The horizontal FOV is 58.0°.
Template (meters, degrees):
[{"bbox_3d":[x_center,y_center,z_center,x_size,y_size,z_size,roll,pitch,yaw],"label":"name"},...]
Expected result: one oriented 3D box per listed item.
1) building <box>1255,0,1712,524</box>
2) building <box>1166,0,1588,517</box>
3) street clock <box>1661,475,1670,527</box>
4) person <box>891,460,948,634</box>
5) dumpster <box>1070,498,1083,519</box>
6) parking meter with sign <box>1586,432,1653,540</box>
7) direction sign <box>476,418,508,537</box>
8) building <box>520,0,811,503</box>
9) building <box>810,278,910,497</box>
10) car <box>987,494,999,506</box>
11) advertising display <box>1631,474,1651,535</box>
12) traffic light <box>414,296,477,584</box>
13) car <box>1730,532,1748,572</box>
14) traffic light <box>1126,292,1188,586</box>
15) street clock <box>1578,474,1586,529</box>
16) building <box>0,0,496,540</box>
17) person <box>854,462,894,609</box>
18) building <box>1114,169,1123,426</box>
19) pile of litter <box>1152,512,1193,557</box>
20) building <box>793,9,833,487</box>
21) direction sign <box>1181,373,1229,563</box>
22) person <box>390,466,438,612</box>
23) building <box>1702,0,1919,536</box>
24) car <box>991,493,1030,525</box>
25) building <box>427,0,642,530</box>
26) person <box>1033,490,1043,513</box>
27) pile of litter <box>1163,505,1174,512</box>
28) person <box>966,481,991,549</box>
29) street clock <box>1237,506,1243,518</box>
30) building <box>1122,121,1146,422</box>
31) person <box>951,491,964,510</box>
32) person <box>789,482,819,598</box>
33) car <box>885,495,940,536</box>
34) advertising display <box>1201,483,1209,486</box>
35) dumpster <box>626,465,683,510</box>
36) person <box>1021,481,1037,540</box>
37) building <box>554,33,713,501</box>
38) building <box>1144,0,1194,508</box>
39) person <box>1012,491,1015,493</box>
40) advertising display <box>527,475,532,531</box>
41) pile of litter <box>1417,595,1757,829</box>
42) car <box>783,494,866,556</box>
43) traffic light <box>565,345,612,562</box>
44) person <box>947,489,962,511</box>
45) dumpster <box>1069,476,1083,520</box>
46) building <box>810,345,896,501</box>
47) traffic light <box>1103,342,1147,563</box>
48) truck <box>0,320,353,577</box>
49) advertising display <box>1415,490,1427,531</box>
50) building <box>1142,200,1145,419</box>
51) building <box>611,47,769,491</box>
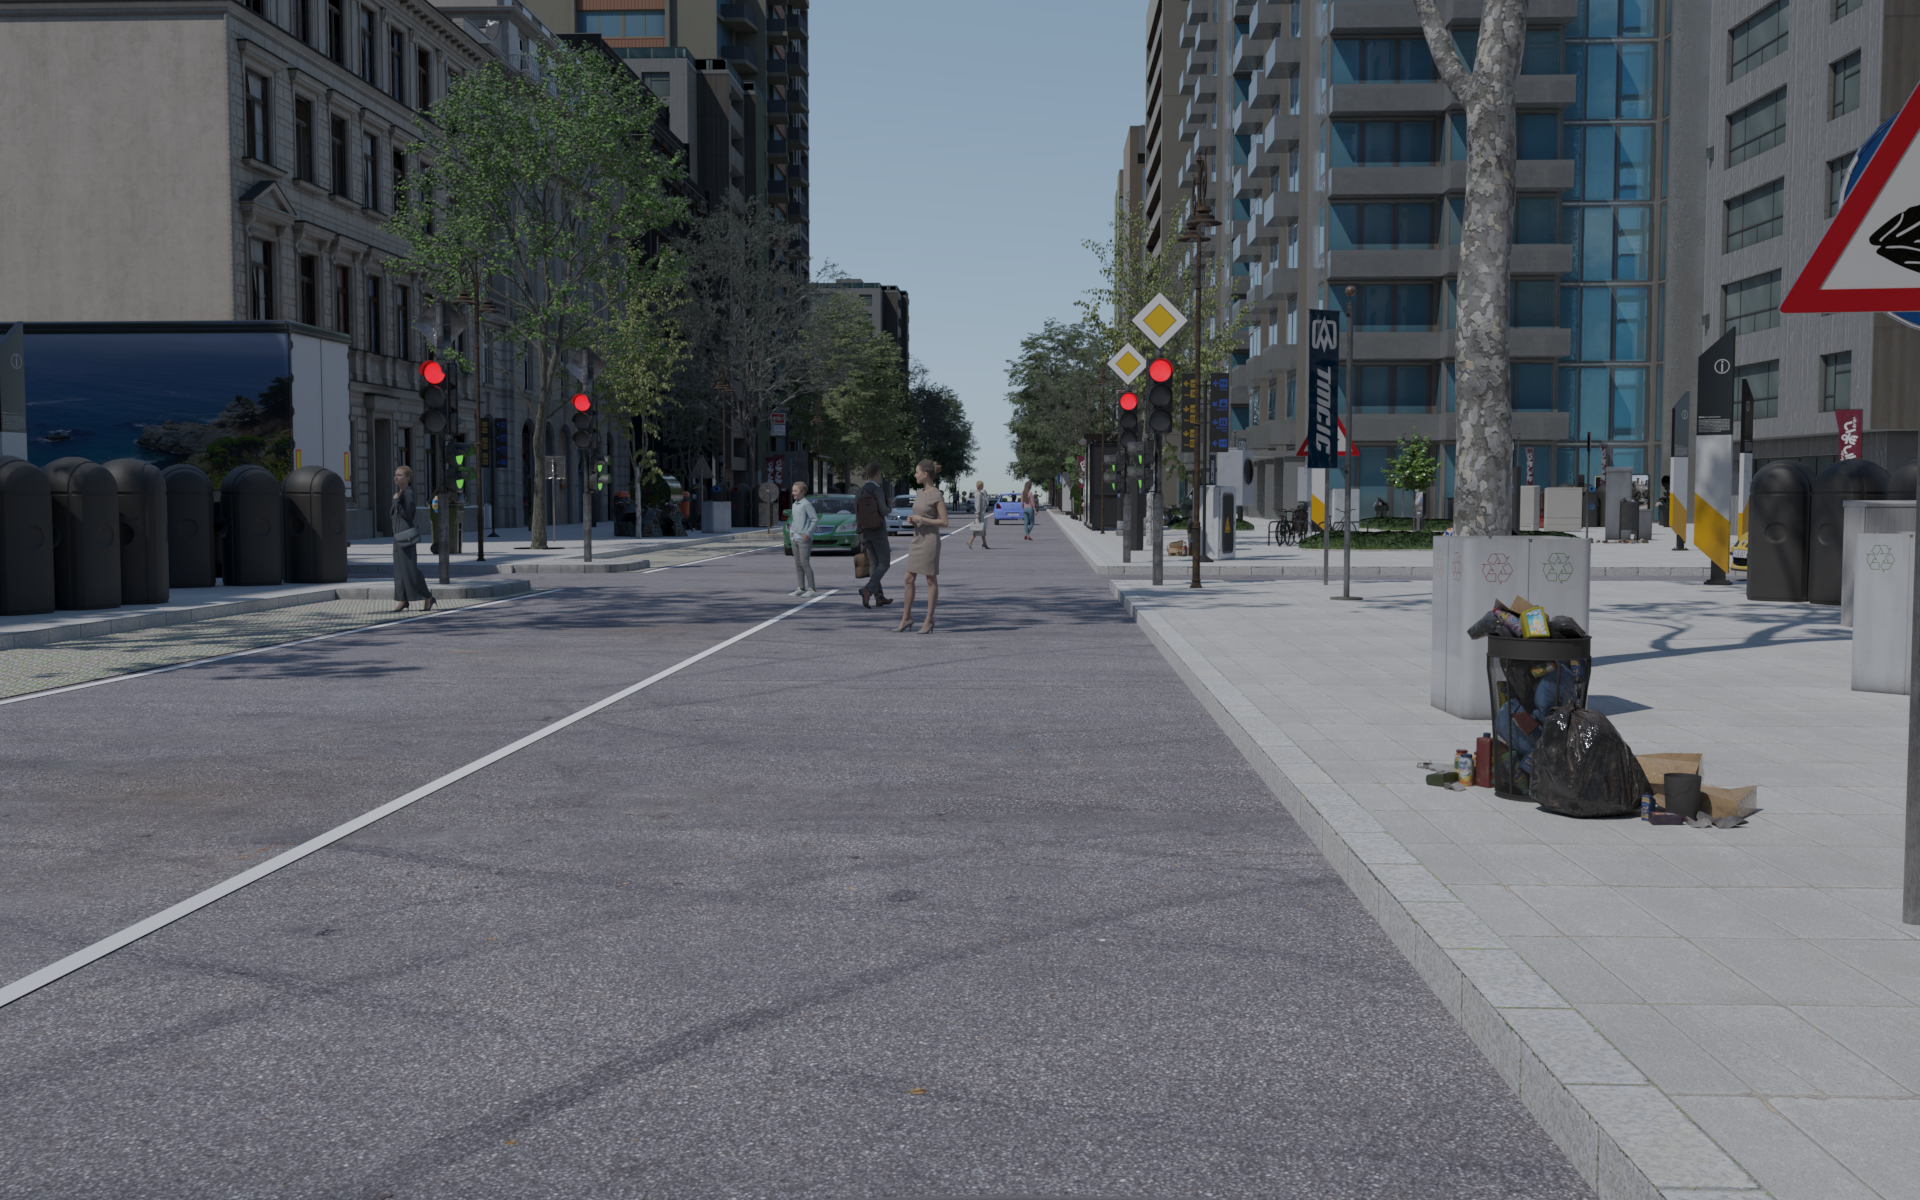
[{"bbox_3d":[25.811,-28.555,86.477,23.786,49.044,30.456,0,4,2],"label":"building"},{"bbox_3d":[27.345,-30.787,122.984,23.786,49.044,30.456,0,4,2],"label":"building"},{"bbox_3d":[27.221,-3.796,66.638,0.358,2.002,0.471,-2,4,-25],"label":"street clock"},{"bbox_3d":[-0.405,-0.545,17.750,0.374,1.781,0.599,-3,4,-38],"label":"person"},{"bbox_3d":[6.286,-5.101,89.165,1.264,1.857,1.865,0,4,2],"label":"dumpster"},{"bbox_3d":[18.365,-3.178,48.220,1.738,3.016,0.543,1,4,22],"label":"parking meter with sign"},{"bbox_3d":[-13.904,-3.640,51.519,0.876,3.537,0.379,-2,4,-23],"label":"direction sign"},{"bbox_3d":[-23.822,-29.507,137.069,22.147,44.769,28.867,0,4,2],"label":"building"},{"bbox_3d":[-14.390,-28.434,236.589,14.160,30.474,14.107,0,4,2],"label":"building"},{"bbox_3d":[3.477,-10.572,182.633,2.009,1.686,4.222,0,4,1],"label":"car"},{"bbox_3d":[21.361,-3.036,54.856,0.123,1.923,0.974,-3,5,-43],"label":"advertising display"},{"bbox_3d":[-7.345,-2.183,24.616,0.839,4.253,0.868,0,4,2],"label":"traffic light"},{"bbox_3d":[14.680,-1.098,28.184,3.980,1.641,2.015,0,4,1],"label":"car"},{"bbox_3d":[2.758,-2.158,24.208,0.839,4.253,0.868,0,4,2],"label":"traffic light"},{"bbox_3d":[22.961,-3.638,64.055,0.358,2.002,0.471,1,4,19],"label":"street clock"},{"bbox_3d":[-21.605,-11.365,50.441,10.561,19.102,19.286,0,4,2],"label":"building"},{"bbox_3d":[-1.111,-0.822,21.907,0.622,1.834,0.822,3,4,37],"label":"person"},{"bbox_3d":[26.846,-32.821,220.224,14.154,41.232,14.086,0,4,2],"label":"building"},{"bbox_3d":[4.801,-1.348,36.013,1.719,0.858,1.176,0,4,2],"label":"pile of litter"},{"bbox_3d":[-22.588,-44.200,160.926,20.563,71.187,20.611,0,4,2],"label":"building"},{"bbox_3d":[4.592,-2.477,32.500,0.876,3.537,0.379,1,4,10],"label":"direction sign"},{"bbox_3d":[-6.679,-0.738,20.990,0.576,1.772,0.534,3,5,42],"label":"person"},{"bbox_3d":[29.608,-16.781,46.067,14.107,30.474,14.160,0,4,2],"label":"building"},{"bbox_3d":[2.437,-4.376,81.144,1.945,1.707,3.694,0,4,0],"label":"car"},{"bbox_3d":[-22.312,-14.082,72.035,13.314,21.916,24.055,0,4,2],"label":"building"},{"bbox_3d":[6.019,-7.624,133.947,0.742,1.727,0.445,-1,4,-9],"label":"person"},{"bbox_3d":[8.380,-3.380,69.225,1.719,0.858,1.176,3,5,40],"label":"pile of litter"},{"bbox_3d":[0.477,-2.208,44.959,0.624,1.780,0.694,1,4,10],"label":"person"},{"bbox_3d":[11.289,-3.986,69.741,0.358,2.002,0.471,-3,5,-43],"label":"street clock"},{"bbox_3d":[26.611,-33.995,205.934,14.600,45.320,14.200,0,4,2],"label":"building"},{"bbox_3d":[-0.210,-9.005,156.408,1.217,1.739,0.721,0,4,5],"label":"person"},{"bbox_3d":[-2.216,-0.848,24.180,0.330,1.601,0.589,-2,4,-29],"label":"person"},{"bbox_3d":[-1.639,-2.959,60.381,2.014,1.417,4.499,0,4,2],"label":"car"},{"bbox_3d":[14.772,-6.080,104.618,0.974,1.923,0.123,-2,4,-26],"label":"advertising display"},{"bbox_3d":[-10.045,-3.330,56.943,1.502,2.255,1.985,0,4,2],"label":"dumpster"},{"bbox_3d":[2.142,-2.756,53.575,0.555,1.821,0.388,2,4,31],"label":"person"},{"bbox_3d":[-20.762,-16.035,91.850,12.332,23.373,15.834,0,4,2],"label":"building"},{"bbox_3d":[27.258,-32.129,149.005,21.300,48.544,21.600,0,4,2],"label":"building"},{"bbox_3d":[4.952,-9.487,164.136,0.750,1.759,0.617,-2,4,-30],"label":"person"},{"bbox_3d":[-14.949,-3.359,60.141,0.123,1.923,0.974,-1,4,-14],"label":"advertising display"},{"bbox_3d":[2.656,0.399,7.444,1.176,0.858,1.719,0,4,-5],"label":"pile of litter"},{"bbox_3d":[-3.118,-1.831,41.736,2.131,1.459,4.920,0,4,2],"label":"car"},{"bbox_3d":[-7.010,-2.671,32.594,0.839,4.253,0.868,0,4,2],"label":"traffic light"},{"bbox_3d":[-0.450,-8.391,145.686,1.348,1.826,0.705,-1,4,-16],"label":"person"},{"bbox_3d":[6.144,-5.067,85.339,1.502,2.255,1.985,0,4,3],"label":"dumpster"},{"bbox_3d":[-22.959,-22.643,215.254,27.650,21.520,28.899,0,4,2],"label":"building"},{"bbox_3d":[3.093,-2.646,32.187,0.839,4.253,0.868,0,4,2],"label":"traffic light"},{"bbox_3d":[-16.281,-2.478,29.436,11.283,4.237,2.839,0,4,3],"label":"truck"},{"bbox_3d":[13.886,-2.877,52.251,0.123,1.923,0.974,0,4,0],"label":"advertising display"},{"bbox_3d":[24.581,-24.213,167.580,14.160,30.474,14.107,0,4,2],"label":"building"},{"bbox_3d":[-20.906,-21.053,115.917,14.160,30.474,14.107,0,4,2],"label":"building"}]
